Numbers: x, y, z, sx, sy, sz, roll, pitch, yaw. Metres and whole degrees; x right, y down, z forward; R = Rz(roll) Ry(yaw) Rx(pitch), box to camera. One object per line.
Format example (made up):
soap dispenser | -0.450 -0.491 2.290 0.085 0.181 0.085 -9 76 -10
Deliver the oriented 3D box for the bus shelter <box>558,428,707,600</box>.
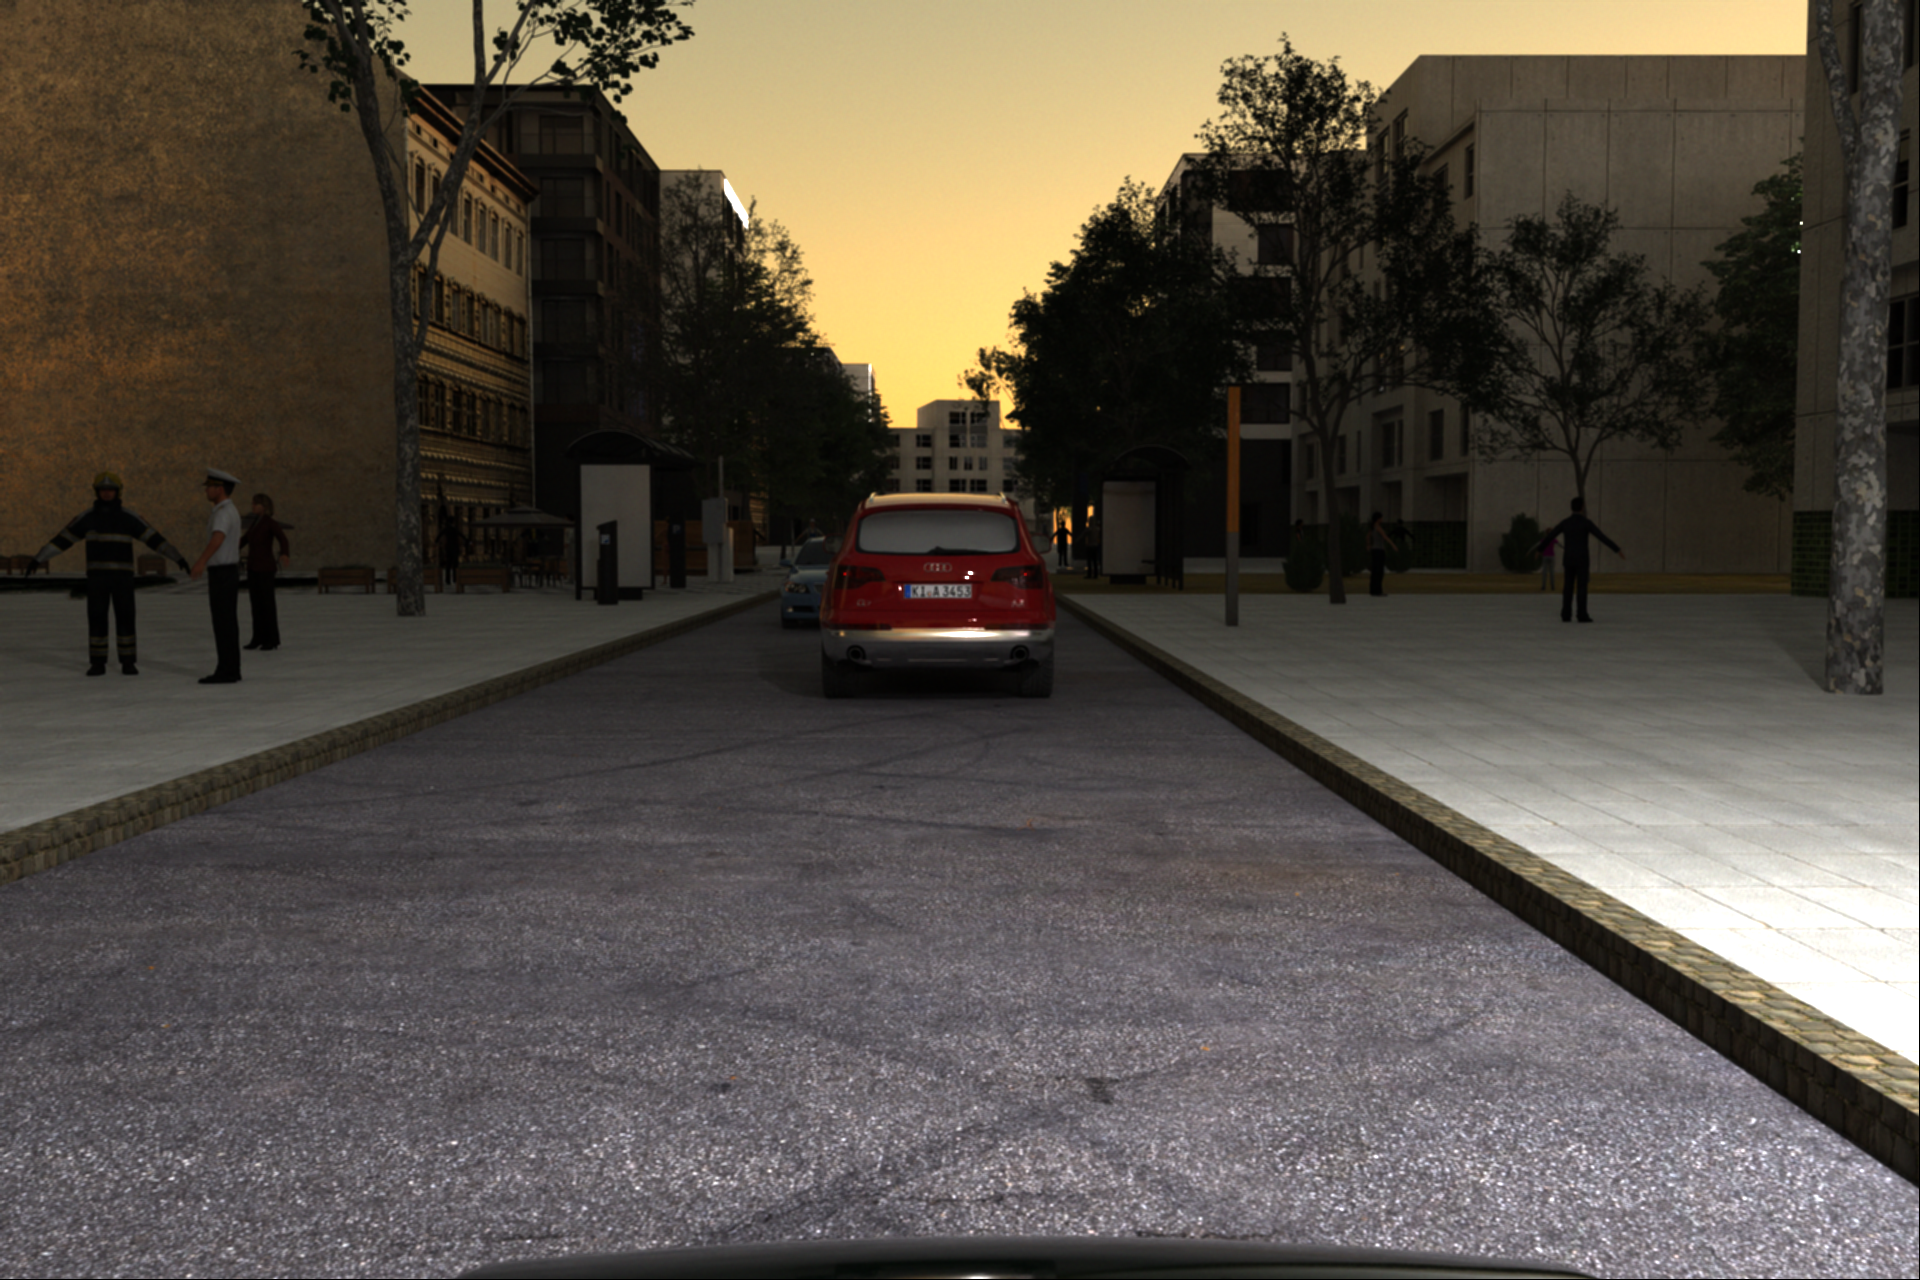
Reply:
bus shelter | -6.682 -2.575 36.021 2.014 3.302 5.546 0 4 1

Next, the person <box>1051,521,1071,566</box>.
person | 4.137 -3.853 69.182 1.347 1.806 0.705 2 4 32

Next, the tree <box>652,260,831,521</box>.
tree | -9.354 -9.419 72.125 7.486 12.596 7.792 0 3 0

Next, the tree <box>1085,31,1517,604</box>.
tree | 6.825 -5.970 32.017 8.767 10.594 7.601 -2 4 -32

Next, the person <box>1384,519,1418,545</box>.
person | 16.038 -3.502 63.194 1.347 1.837 0.705 0 4 2

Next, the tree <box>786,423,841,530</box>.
tree | -8.748 -9.246 101.539 4.737 8.622 4.395 0 3 0

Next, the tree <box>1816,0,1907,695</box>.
tree | 8.655 -9.609 12.997 12.611 20.169 13.585 0 3 0

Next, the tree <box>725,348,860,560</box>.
tree | -8.480 -9.271 85.996 7.601 10.594 8.767 -1 4 -15

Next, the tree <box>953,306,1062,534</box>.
tree | 5.736 -17.348 139.531 12.611 20.169 13.585 0 3 0

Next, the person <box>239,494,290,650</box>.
person | -7.782 -0.755 19.146 1.215 1.729 0.721 2 4 35

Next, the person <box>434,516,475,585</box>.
person | -12.848 -2.277 43.952 1.216 1.740 0.721 1 4 20

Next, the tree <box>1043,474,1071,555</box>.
tree | 5.967 -9.401 104.069 4.360 8.622 3.978 0 3 0

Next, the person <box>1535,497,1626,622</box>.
person | 9.005 -1.176 25.270 1.345 1.823 0.704 3 5 42

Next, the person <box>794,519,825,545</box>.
person | -5.376 -3.503 63.135 1.347 1.847 0.705 -1 4 -10

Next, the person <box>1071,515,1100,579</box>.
person | 3.765 -2.662 49.659 1.348 1.813 0.705 -2 4 -34

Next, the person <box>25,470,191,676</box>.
person | -7.731 -0.611 15.755 1.351 1.858 0.704 -1 4 -23

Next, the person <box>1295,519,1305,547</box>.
person | 12.272 -3.442 62.427 0.704 1.843 1.345 1 4 15

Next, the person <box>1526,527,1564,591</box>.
person | 13.390 -1.844 39.411 0.991 1.433 0.599 1 4 13

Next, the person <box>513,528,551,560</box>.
person | -15.624 -3.518 63.295 1.354 1.856 0.705 -2 4 -25

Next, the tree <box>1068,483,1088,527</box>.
tree | 6.120 -8.688 92.405 4.360 8.622 3.978 0 3 0

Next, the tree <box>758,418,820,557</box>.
tree | -9.309 -8.890 95.706 4.737 8.622 4.395 0 3 0

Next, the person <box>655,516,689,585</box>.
person | -7.429 -2.275 44.005 1.217 1.733 0.721 -2 4 -34

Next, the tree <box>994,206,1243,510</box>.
tree | 6.390 -9.844 67.607 9.857 13.997 8.962 0 3 0

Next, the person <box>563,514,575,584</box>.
person | -10.070 -2.349 44.591 0.705 1.806 1.347 -1 4 -12

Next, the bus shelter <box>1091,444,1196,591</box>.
bus shelter | 4.336 -2.924 41.725 2.014 3.302 5.546 0 4 1

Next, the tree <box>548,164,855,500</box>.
tree | -8.624 -9.071 58.677 12.009 13.543 11.850 0 3 0

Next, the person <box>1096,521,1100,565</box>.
person | 5.730 -3.990 71.212 0.705 1.833 1.349 0 4 4

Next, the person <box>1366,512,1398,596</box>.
person | 8.722 -1.778 35.875 0.721 1.737 1.217 -1 4 -15

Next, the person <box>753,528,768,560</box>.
person | -8.290 -3.825 68.756 1.346 1.802 0.704 -2 4 -28

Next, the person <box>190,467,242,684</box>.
person | -6.409 -0.563 14.996 0.704 1.855 1.343 -1 4 -13

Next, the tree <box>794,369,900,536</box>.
tree | -9.207 -13.796 132.228 9.857 13.997 8.962 0 3 0

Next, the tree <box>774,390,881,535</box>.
tree | -8.843 -11.720 117.376 9.928 11.665 9.643 0 3 0

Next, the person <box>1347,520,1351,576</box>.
person | 11.968 -2.897 53.643 0.705 1.796 1.348 0 4 6

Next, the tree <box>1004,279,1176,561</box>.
tree | 6.713 -10.784 82.981 9.857 13.997 8.962 0 3 0
